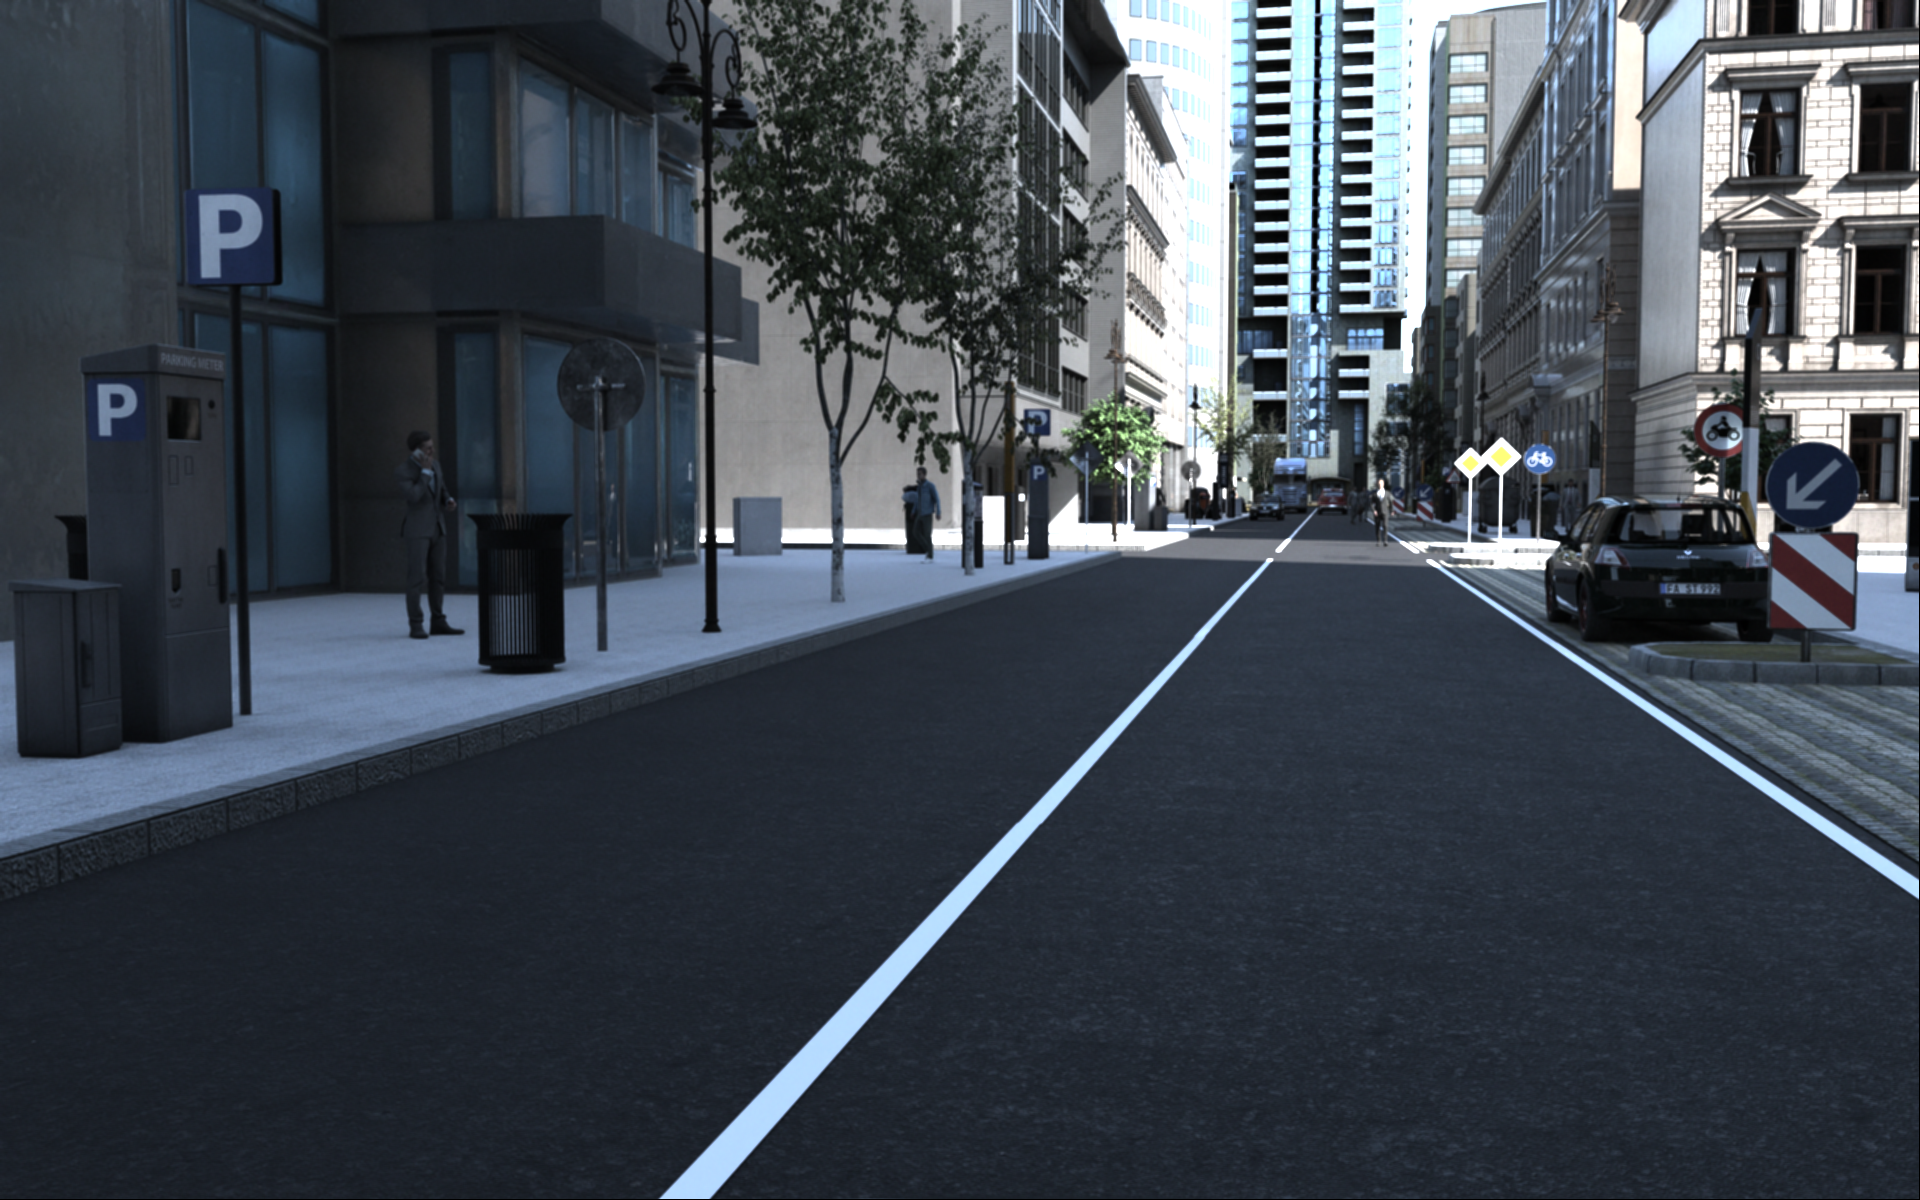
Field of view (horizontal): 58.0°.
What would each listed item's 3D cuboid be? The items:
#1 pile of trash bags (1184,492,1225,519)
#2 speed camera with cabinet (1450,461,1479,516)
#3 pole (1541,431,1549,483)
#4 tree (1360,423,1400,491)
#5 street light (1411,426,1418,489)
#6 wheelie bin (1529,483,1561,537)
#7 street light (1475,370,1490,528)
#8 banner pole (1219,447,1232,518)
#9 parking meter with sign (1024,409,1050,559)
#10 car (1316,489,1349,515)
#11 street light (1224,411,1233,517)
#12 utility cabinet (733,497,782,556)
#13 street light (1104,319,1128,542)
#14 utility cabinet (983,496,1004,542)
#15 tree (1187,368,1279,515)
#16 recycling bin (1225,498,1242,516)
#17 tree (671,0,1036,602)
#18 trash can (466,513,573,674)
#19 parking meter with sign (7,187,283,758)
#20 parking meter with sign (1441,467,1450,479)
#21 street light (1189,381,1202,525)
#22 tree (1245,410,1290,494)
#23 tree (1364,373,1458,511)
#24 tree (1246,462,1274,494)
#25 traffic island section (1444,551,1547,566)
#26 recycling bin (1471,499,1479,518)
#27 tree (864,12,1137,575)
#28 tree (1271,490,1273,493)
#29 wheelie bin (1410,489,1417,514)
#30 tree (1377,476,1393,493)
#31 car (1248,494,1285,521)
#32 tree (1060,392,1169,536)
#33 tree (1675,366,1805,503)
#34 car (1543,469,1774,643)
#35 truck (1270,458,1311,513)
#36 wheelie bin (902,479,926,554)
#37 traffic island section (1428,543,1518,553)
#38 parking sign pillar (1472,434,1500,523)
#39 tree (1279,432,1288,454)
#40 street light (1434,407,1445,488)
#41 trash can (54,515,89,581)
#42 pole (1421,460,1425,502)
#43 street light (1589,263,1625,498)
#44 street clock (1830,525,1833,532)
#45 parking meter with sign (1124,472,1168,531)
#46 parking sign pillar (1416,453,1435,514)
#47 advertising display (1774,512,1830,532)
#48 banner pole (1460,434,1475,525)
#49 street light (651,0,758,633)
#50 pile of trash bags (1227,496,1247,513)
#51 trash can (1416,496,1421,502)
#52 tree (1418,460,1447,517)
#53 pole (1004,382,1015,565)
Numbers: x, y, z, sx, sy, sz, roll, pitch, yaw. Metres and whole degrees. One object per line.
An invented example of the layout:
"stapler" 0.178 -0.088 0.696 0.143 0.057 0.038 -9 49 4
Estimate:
"pile of trash bags" 12.597 -4.896 89.797 1.912 1.369 3.447 0 4 7
"speed camera with cabinet" 29.656 -6.603 102.294 2.038 3.252 0.660 1 4 10
"pole" 18.838 -3.790 55.816 0.158 3.312 0.155 0 3 0
"tree" 44.004 -14.059 180.222 4.360 8.622 3.978 0 3 0
"street light" 30.298 -8.733 115.566 0.468 5.910 1.993 1 4 12
"wheelie bin" 17.329 -2.661 51.422 0.980 1.594 0.693 3 4 37
"street light" 19.479 -5.618 64.643 0.468 5.910 1.993 1 4 12
"banner pole" 14.232 -6.265 92.444 0.863 3.779 0.401 2 4 26
"parking meter with sign" 1.554 -2.354 34.750 0.543 3.016 1.738 0 4 2
"car" 26.222 -6.928 121.953 2.281 1.827 5.304 1 4 11
"street light" 15.031 -7.589 96.875 0.468 5.910 1.993 1 4 12
"utility cabinet" -4.241 -1.536 36.273 1.020 1.237 0.306 -3 4 -36
"street light" 4.114 -4.465 45.792 0.468 5.910 1.993 1 4 12
"utility cabinet" 0.698 -2.161 46.493 1.020 1.237 0.306 1 4 11
"tree" 15.497 -9.243 101.486 4.737 8.622 4.395 0 3 0
"recycling bin" 15.808 -5.351 100.037 0.722 1.027 0.722 3 4 39
"tree" -1.390 -4.269 20.154 4.737 8.622 4.395 0 3 0
"trash can" -3.176 -0.054 12.536 0.748 1.137 0.748 0 3 0
"parking meter with sign" -4.276 -0.789 9.163 0.543 3.016 1.738 1 4 9
"parking meter with sign" 31.598 -7.136 112.933 0.543 3.016 1.738 1 4 12
"street light" 9.668 -6.023 71.262 0.468 5.910 1.993 1 4 12
"tree" 26.886 -12.344 152.185 4.360 8.622 3.978 0 3 0
"tree" 34.760 -12.180 133.551 7.601 10.594 8.767 1 4 14
"tree" 29.417 -11.263 167.867 4.285 4.588 4.351 0 3 0
"traffic island section" 11.146 -0.818 35.650 2.009 0.180 2.903 1 4 12
"recycling bin" 27.403 -4.828 91.496 0.722 1.027 0.722 1 4 10
"tree" 0.291 -4.687 27.000 4.360 8.622 3.978 0 3 0
"tree" 34.372 -11.925 189.574 1.663 3.219 1.824 0 3 0
"wheelie bin" 29.133 -6.257 110.209 0.980 1.594 0.693 2 4 28
"tree" 45.387 -11.612 184.459 1.663 3.219 1.824 0 3 0
"car" 16.864 -5.216 95.063 2.009 1.686 4.222 1 4 14
"tree" 4.835 -4.298 53.993 4.285 4.588 4.351 0 3 0
"tree" 11.718 -1.949 26.464 1.663 3.219 1.824 0 3 0
"car" 7.146 -0.498 17.930 2.009 1.686 4.222 1 4 12
"truck" 26.013 -8.939 135.918 2.967 4.110 18.799 1 4 12
"wheelie bin" -0.904 -1.792 37.215 0.693 1.594 0.980 0 4 -1
"traffic island section" 12.817 -1.295 43.460 2.009 0.180 2.903 1 4 12
"parking sign pillar" 23.790 -5.464 77.816 1.447 3.967 1.447 0 4 -6
"tree" 31.366 -13.881 177.318 4.737 8.622 4.395 0 3 0
"street light" 24.920 -7.175 90.098 0.468 5.910 1.993 1 4 12
"trash can" -5.679 -0.003 11.701 0.748 1.137 0.748 0 3 0
"pole" 27.504 -6.675 102.972 0.158 3.312 0.155 0 3 0
"street light" 12.946 -3.792 34.782 0.468 5.910 1.993 1 4 12
"street clock" 16.103 -1.688 32.171 0.471 2.002 0.358 1 4 12
"parking meter with sign" 6.482 -3.941 60.704 1.738 3.016 0.543 3 5 40
"parking sign pillar" 30.110 -7.572 112.280 1.447 3.967 1.447 -3 4 -37
"advertising display" 13.638 -1.396 28.034 0.974 1.923 0.123 -1 4 -14
"banner pole" 21.257 -5.051 72.599 0.863 3.779 0.401 -2 4 -27
"street light" -2.312 -2.640 15.950 0.468 5.910 1.993 1 4 12
"pile of trash bags" 17.651 -6.512 116.227 3.447 1.369 1.912 3 5 44
"trash can" 27.636 -5.625 103.624 0.748 1.137 0.748 0 3 0
"tree" 26.521 -6.230 96.458 1.663 3.219 1.824 0 3 0
"pole" 0.900 -2.304 31.509 0.158 3.312 0.155 0 3 0
